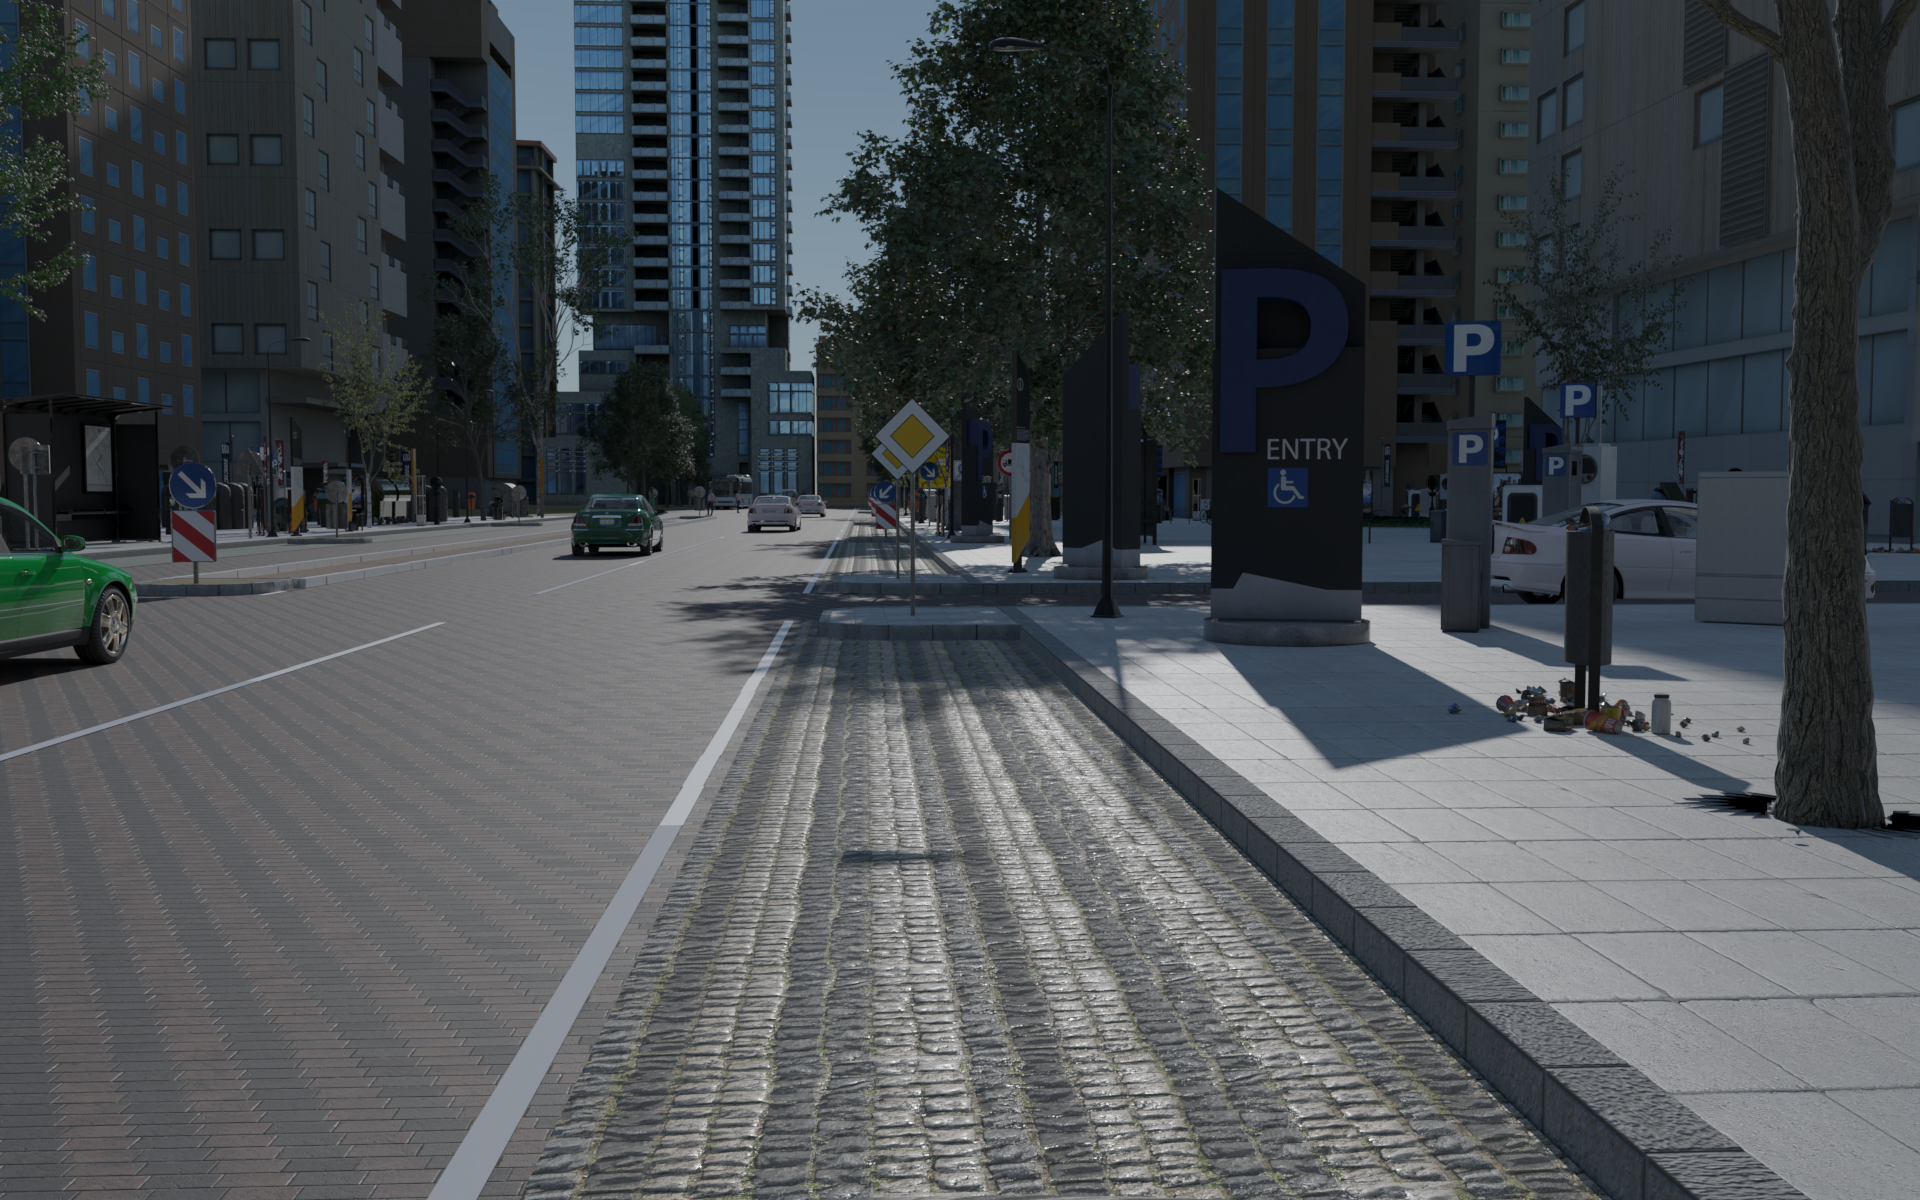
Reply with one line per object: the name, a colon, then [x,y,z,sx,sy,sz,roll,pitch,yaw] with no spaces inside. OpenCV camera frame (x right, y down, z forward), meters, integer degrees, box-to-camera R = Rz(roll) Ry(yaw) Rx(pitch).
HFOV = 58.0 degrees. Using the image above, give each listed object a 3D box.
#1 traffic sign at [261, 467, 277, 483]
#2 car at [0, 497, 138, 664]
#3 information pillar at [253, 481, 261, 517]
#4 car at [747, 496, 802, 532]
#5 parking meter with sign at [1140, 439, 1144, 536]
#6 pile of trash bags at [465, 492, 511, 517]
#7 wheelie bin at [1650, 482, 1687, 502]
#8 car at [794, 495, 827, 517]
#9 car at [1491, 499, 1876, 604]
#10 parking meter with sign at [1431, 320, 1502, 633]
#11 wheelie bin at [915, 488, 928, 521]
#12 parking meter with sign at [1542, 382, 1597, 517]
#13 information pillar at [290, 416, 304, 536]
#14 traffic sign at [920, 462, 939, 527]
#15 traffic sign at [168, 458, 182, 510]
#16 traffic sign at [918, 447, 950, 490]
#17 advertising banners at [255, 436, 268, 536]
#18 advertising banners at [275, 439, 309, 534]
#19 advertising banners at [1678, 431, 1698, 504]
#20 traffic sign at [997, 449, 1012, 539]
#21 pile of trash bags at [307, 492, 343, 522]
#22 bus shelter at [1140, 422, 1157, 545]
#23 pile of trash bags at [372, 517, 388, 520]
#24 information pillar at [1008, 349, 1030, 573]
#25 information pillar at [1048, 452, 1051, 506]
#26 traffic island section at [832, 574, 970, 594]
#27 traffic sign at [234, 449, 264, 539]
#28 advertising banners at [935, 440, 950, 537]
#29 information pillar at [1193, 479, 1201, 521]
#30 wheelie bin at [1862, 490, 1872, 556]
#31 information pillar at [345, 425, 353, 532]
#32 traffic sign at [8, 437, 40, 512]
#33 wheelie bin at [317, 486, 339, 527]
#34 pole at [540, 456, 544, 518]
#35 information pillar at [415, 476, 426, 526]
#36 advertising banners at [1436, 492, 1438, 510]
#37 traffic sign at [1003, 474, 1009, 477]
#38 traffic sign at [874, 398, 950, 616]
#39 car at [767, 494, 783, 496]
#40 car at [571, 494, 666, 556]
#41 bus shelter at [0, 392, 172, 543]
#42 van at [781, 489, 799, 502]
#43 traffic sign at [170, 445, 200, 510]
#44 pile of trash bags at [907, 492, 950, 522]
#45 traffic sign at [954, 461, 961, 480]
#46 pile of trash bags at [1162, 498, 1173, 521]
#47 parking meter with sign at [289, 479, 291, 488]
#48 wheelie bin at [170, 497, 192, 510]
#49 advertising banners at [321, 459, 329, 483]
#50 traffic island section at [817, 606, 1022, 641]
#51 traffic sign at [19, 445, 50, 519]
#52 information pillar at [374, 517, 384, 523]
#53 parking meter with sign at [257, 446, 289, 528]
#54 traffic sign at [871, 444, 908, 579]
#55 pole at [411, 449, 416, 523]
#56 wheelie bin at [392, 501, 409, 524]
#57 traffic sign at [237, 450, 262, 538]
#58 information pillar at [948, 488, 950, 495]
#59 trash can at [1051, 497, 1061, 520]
traffic sign: [-26.389,-3.917,66.169,0.606,2.300,0.079,0,4,6]
car: [-7.954,-0.269,13.196,1.959,1.807,4.718,0,4,-2]
information pillar: [-38.689,-5.556,95.327,0.304,2.012,0.304,1,4,19]
car: [-7.184,-3.351,67.143,2.083,1.381,4.827,0,4,-2]
parking meter with sign: [5.513,-3.507,53.604,0.543,3.016,1.738,1,4,9]
pile of trash bags: [-26.225,-5.390,97.873,3.447,1.369,1.912,-2,4,-27]
wheelie bin: [18.519,-2.292,45.375,0.980,1.594,0.693,-2,4,-29]
car: [-9.320,-5.837,107.802,2.083,1.381,4.827,0,4,-3]
car: [8.860,-0.566,21.610,4.827,1.381,2.083,0,4,-2]
parking meter with sign: [4.915,-1.253,16.750,0.543,3.016,1.738,1,4,18]
wheelie bin: [-1.993,-4.617,83.393,0.693,1.594,0.980,-3,4,-38]
parking meter with sign: [9.209,-1.853,26.563,0.543,3.016,1.738,3,4,36]
information pillar: [-20.129,-3.743,52.551,0.183,3.616,0.504,1,4,13]
traffic sign: [-1.202,-4.156,68.057,0.768,2.556,0.104,0,4,2]
traffic sign: [-23.793,-3.225,52.828,0.768,2.556,0.104,0,4,6]
traffic sign: [-0.652,-4.913,74.199,2.265,3.308,0.079,0,4,1]
advertising banners: [-21.404,-3.479,53.076,0.090,3.025,2.074,-2,4,-31]
advertising banners: [-21.762,-3.683,56.407,0.090,3.025,2.074,0,4,6]
advertising banners: [19.971,-3.130,47.370,0.090,3.025,2.074,0,4,4]
traffic sign: [1.431,-2.999,49.139,0.768,2.556,0.104,0,3,0]
pile of trash bags: [-29.539,-4.327,80.497,1.912,1.369,3.447,-1,4,-11]
bus shelter: [4.044,-3.175,45.831,2.014,3.302,5.546,0,4,-3]
pile of trash bags: [-28.664,-4.607,85.073,3.447,1.369,1.912,0,4,-4]
information pillar: [0.983,-2.257,28.249,0.183,3.616,0.504,2,4,30]
information pillar: [3.497,-4.910,71.635,0.504,3.616,0.183,1,4,18]
traffic island section: [-0.920,-0.242,26.245,2.009,0.180,2.903,0,4,-3]
traffic sign: [-20.329,-3.028,49.508,0.884,2.594,0.081,0,4,4]
advertising banners: [-0.526,-3.420,52.112,0.090,3.025,2.074,-1,4,-11]
information pillar: [11.264,-4.767,82.436,0.304,2.012,0.304,2,4,27]
wheelie bin: [18.005,-1.656,34.983,0.693,1.594,0.980,2,4,26]
information pillar: [-20.728,-4.122,58.746,0.183,3.616,0.504,-2,4,-28]
traffic sign: [-20.935,-2.368,38.821,0.768,2.556,0.104,0,4,-2]
wheelie bin: [-24.389,-3.606,66.865,0.693,1.594,0.980,0,4,6]
pole: [-22.438,-6.060,92.916,0.158,3.312,0.155,0,3,0]
information pillar: [-21.402,-3.930,68.740,0.304,2.012,0.304,0,4,-1]
advertising banners: [27.766,-6.548,103.246,2.074,3.025,0.090,-1,4,-20]
traffic sign: [1.537,-3.172,51.965,0.768,2.556,0.104,0,4,2]
traffic sign: [-0.500,-0.890,18.194,0.795,2.450,0.064,0,4,-3]
car: [-14.871,-7.800,139.332,2.131,1.459,4.920,0,4,-3]
car: [-8.198,-1.822,41.595,2.131,1.459,4.920,0,4,-5]
bus shelter: [-21.682,-3.172,43.152,1.731,3.624,6.357,0,4,-3]
van: [-15.573,-9.264,158.485,2.013,2.044,4.112,0,4,-3]
traffic sign: [-20.215,-2.757,45.180,0.768,2.556,0.104,0,4,0]
pile of trash bags: [-0.752,-4.247,79.183,3.447,1.369,1.912,1,4,12]
traffic sign: [0.108,-3.108,52.943,0.606,2.300,0.079,0,4,-2]
pile of trash bags: [8.865,-4.474,82.903,1.912,1.369,3.447,2,4,27]
parking meter with sign: [-32.991,-5.436,85.144,1.738,3.016,0.543,1,4,16]
wheelie bin: [-26.310,-3.113,58.810,0.693,1.594,0.980,2,4,23]
advertising banners: [-31.397,-5.557,87.050,0.090,3.025,2.074,1,4,18]
traffic island section: [-0.477,0.245,18.273,2.009,0.180,2.903,0,4,-3]
traffic sign: [-19.356,-2.087,36.257,0.606,2.300,0.079,0,4,-2]
information pillar: [-25.992,-4.464,77.473,0.304,2.012,0.304,1,4,21]
parking meter with sign: [-25.434,-4.144,64.012,0.543,3.016,1.738,-1,4,-8]
traffic sign: [-0.943,-1.378,26.167,0.795,2.450,0.064,0,4,-3]
pole: [-24.521,-5.133,77.773,0.158,3.312,0.155,0,3,0]
wheelie bin: [-24.455,-4.137,75.553,0.980,1.594,0.693,3,5,39]
traffic sign: [-20.663,-3.074,50.373,0.768,2.556,0.104,0,4,5]
information pillar: [-0.370,-5.518,81.575,0.504,3.616,0.183,1,4,10]
trash can: [4.590,-4.459,84.552,0.748,1.137,0.748,0,3,0]
